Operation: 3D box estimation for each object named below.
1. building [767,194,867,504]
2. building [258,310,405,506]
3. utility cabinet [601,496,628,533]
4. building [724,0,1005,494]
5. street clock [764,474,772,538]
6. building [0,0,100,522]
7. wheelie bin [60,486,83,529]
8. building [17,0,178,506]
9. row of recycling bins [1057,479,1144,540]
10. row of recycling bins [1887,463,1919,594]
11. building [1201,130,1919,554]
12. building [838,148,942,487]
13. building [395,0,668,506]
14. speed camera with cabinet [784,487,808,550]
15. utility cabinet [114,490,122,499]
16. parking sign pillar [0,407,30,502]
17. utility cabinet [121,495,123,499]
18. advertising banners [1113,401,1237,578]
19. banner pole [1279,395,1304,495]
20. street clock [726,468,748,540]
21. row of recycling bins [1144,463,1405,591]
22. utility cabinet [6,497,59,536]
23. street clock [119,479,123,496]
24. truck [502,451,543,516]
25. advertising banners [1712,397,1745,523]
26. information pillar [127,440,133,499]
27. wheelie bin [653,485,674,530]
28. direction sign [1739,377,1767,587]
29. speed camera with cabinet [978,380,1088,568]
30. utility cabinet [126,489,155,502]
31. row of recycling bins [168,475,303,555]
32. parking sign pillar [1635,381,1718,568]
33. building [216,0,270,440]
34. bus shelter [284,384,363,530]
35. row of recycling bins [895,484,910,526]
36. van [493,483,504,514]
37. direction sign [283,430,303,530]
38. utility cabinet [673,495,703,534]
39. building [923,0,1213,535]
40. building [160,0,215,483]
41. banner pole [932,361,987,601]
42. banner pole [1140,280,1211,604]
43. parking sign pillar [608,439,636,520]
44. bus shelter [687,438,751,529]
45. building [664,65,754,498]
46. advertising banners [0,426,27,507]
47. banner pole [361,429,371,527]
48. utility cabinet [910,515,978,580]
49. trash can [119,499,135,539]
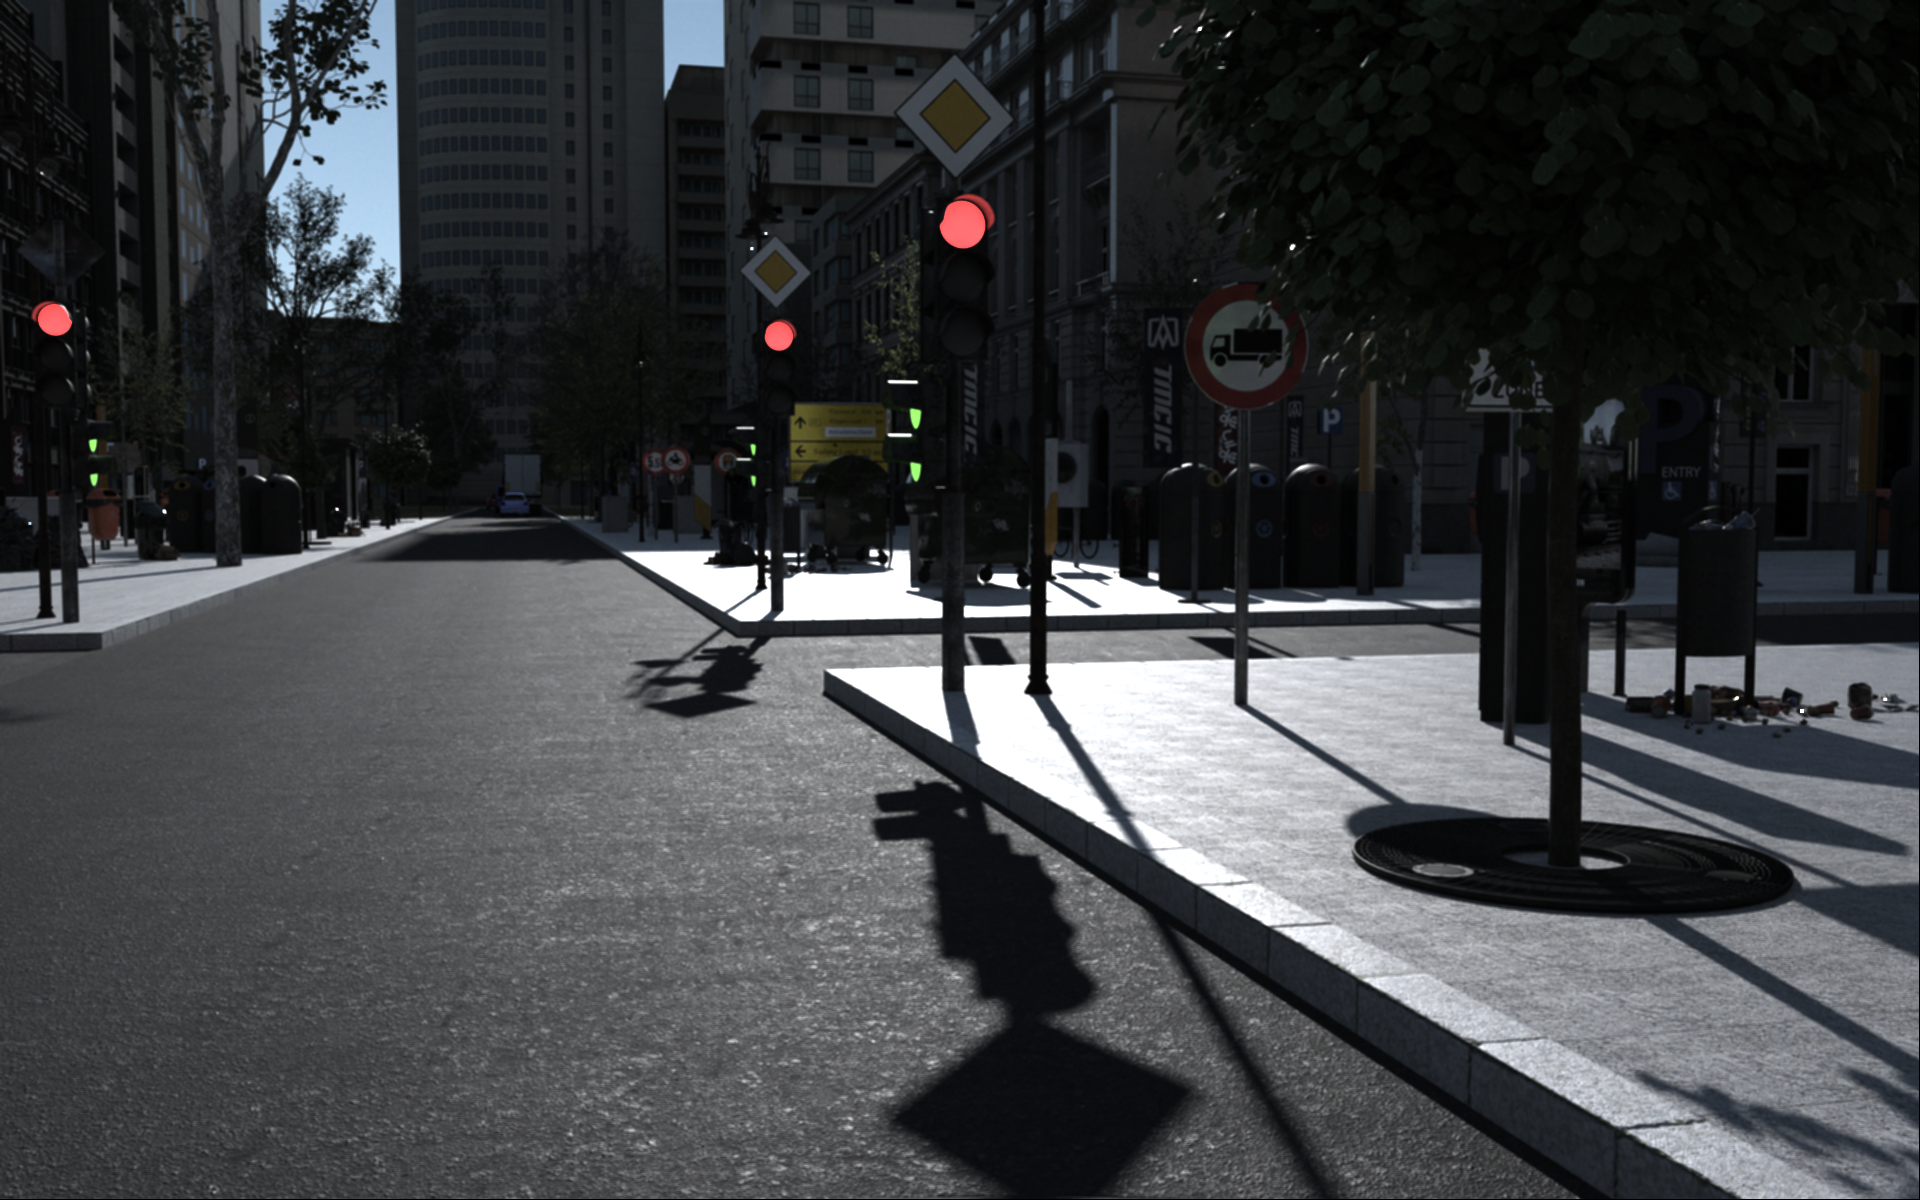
[{"bbox_3d":[2.687,-16.662,117.469,27.650,21.520,28.899,-1,4,-14],"label":"building"},{"bbox_3d":[-77.118,-21.254,192.540,28.899,21.520,27.650,-1,4,-14],"label":"building"},{"bbox_3d":[-11.544,-2.861,57.945,0.306,1.237,1.020,2,4,30],"label":"utility cabinet"},{"bbox_3d":[-4.544,-33.913,143.720,28.713,52.752,27.495,-1,4,-14],"label":"building"},{"bbox_3d":[-5.691,-2.794,50.257,0.471,2.002,0.358,-1,4,-10],"label":"street clock"},{"bbox_3d":[-44.461,-14.815,71.910,12.332,23.373,15.834,-1,4,-14],"label":"building"},{"bbox_3d":[-32.735,-3.406,63.604,0.693,1.594,0.980,1,4,13],"label":"wheelie bin"},{"bbox_3d":[-50.752,-19.588,91.963,14.160,30.474,14.107,-1,4,-14],"label":"building"},{"bbox_3d":[4.204,-2.534,48.545,3.534,1.692,1.069,0,4,-8],"label":"row of recycling bins"},{"bbox_3d":[13.804,-0.976,23.069,3.534,1.692,1.069,-1,4,-21],"label":"row of recycling bins"},{"bbox_3d":[19.967,-15.115,44.390,25.104,27.353,12.463,-1,4,-14],"label":"building"},{"bbox_3d":[0.783,-13.628,87.438,10.561,19.102,19.286,-1,4,-14],"label":"building"},{"bbox_3d":[-48.182,-39.955,195.265,28.212,58.520,21.231,-1,4,-14],"label":"building"},{"bbox_3d":[-3.463,-2.839,40.747,0.660,3.252,2.038,1,4,20],"label":"speed camera with cabinet"},{"bbox_3d":[-41.559,-4.723,85.899,1.173,1.500,0.318,3,4,38],"label":"utility cabinet"},{"bbox_3d":[-29.524,-4.002,53.911,1.447,3.967,1.447,2,4,35],"label":"parking sign pillar"},{"bbox_3d":[-39.355,-4.363,82.497,1.020,1.237,0.306,-1,4,-16],"label":"utility cabinet"},{"bbox_3d":[3.396,-1.861,26.622,2.074,3.025,0.090,0,4,-5],"label":"advertising banners"},{"bbox_3d":[7.365,-2.982,38.780,0.401,3.779,0.863,-3,4,-39],"label":"banner pole"},{"bbox_3d":[-6.157,-2.626,47.503,0.471,2.002,0.358,0,4,2],"label":"street clock"},{"bbox_3d":[4.408,-1.020,23.784,3.534,1.692,1.069,-1,4,-16],"label":"row of recycling bins"},{"bbox_3d":[-19.520,-1.551,36.517,1.020,1.237,0.306,-2,4,-30],"label":"utility cabinet"},{"bbox_3d":[-40.790,-4.881,84.367,0.358,2.002,0.471,-1,4,-20],"label":"street clock"},{"bbox_3d":[-29.725,-7.880,117.743,2.839,4.237,11.283,-1,4,-14],"label":"truck"},{"bbox_3d":[9.910,-1.602,22.384,0.090,3.025,2.074,2,4,34],"label":"advertising banners"},{"bbox_3d":[-36.160,-5.148,75.525,0.183,3.616,0.504,0,4,6],"label":"information pillar"},{"bbox_3d":[-10.715,-3.345,62.605,0.980,1.594,0.693,-2,4,-28],"label":"wheelie bin"},{"bbox_3d":[10.984,-1.959,24.022,0.379,3.537,0.876,3,5,45],"label":"direction sign"},{"bbox_3d":[1.189,-2.199,30.296,2.038,3.252,0.660,1,4,20],"label":"speed camera with cabinet"},{"bbox_3d":[-36.208,-4.150,76.524,1.173,1.500,0.318,-1,4,-20],"label":"utility cabinet"},{"bbox_3d":[-15.763,-1.869,37.675,3.534,1.692,1.069,2,4,24],"label":"row of recycling bins"},{"bbox_3d":[12.748,-2.588,30.779,1.447,3.967,1.447,-3,5,-43],"label":"parking sign pillar"},{"bbox_3d":[-67.338,-32.989,128.606,27.495,52.752,28.713,-1,4,-14],"label":"building"},{"bbox_3d":[-24.187,-5.404,65.993,2.179,5.291,8.768,-1,4,-14],"label":"bus shelter"},{"bbox_3d":[-3.608,-3.926,71.307,3.534,1.692,1.069,1,4,21],"label":"row of recycling bins"},{"bbox_3d":[-32.744,-7.417,125.656,2.240,2.365,5.245,-1,4,-15],"label":"van"},{"bbox_3d":[-23.338,-4.218,60.962,0.876,3.537,0.379,-1,4,-14],"label":"direction sign"},{"bbox_3d":[-8.781,-2.753,56.173,1.020,1.237,0.306,0,4,2],"label":"utility cabinet"},{"bbox_3d":[7.716,-13.734,66.348,13.314,21.916,24.055,-1,4,-14],"label":"building"},{"bbox_3d":[-53.855,-27.846,105.399,14.600,45.320,14.200,-1,4,-14],"label":"building"},{"bbox_3d":[0.023,-1.870,20.587,0.401,3.779,0.863,-3,5,-43],"label":"banner pole"},{"bbox_3d":[2.549,-1.860,20.428,0.863,3.779,0.401,1,4,16],"label":"banner pole"},{"bbox_3d":[-16.492,-5.869,84.428,1.447,3.967,1.447,-3,4,-36],"label":"parking sign pillar"},{"bbox_3d":[-9.249,-4.385,65.624,2.014,3.302,5.546,-1,4,-14],"label":"bus shelter"},{"bbox_3d":[-23.961,-35.342,201.549,21.600,48.544,21.300,-1,4,-14],"label":"building"},{"bbox_3d":[-24.507,-2.925,44.006,0.090,3.025,2.074,1,4,18],"label":"advertising banners"},{"bbox_3d":[-22.998,-4.712,67.063,0.401,3.779,0.863,0,4,-5],"label":"banner pole"},{"bbox_3d":[-0.243,-0.907,25.986,1.020,1.237,0.306,0,4,-2],"label":"utility cabinet"},{"bbox_3d":[-23.808,-2.331,49.773,0.748,1.137,0.748,0,3,0],"label":"trash can"}]
